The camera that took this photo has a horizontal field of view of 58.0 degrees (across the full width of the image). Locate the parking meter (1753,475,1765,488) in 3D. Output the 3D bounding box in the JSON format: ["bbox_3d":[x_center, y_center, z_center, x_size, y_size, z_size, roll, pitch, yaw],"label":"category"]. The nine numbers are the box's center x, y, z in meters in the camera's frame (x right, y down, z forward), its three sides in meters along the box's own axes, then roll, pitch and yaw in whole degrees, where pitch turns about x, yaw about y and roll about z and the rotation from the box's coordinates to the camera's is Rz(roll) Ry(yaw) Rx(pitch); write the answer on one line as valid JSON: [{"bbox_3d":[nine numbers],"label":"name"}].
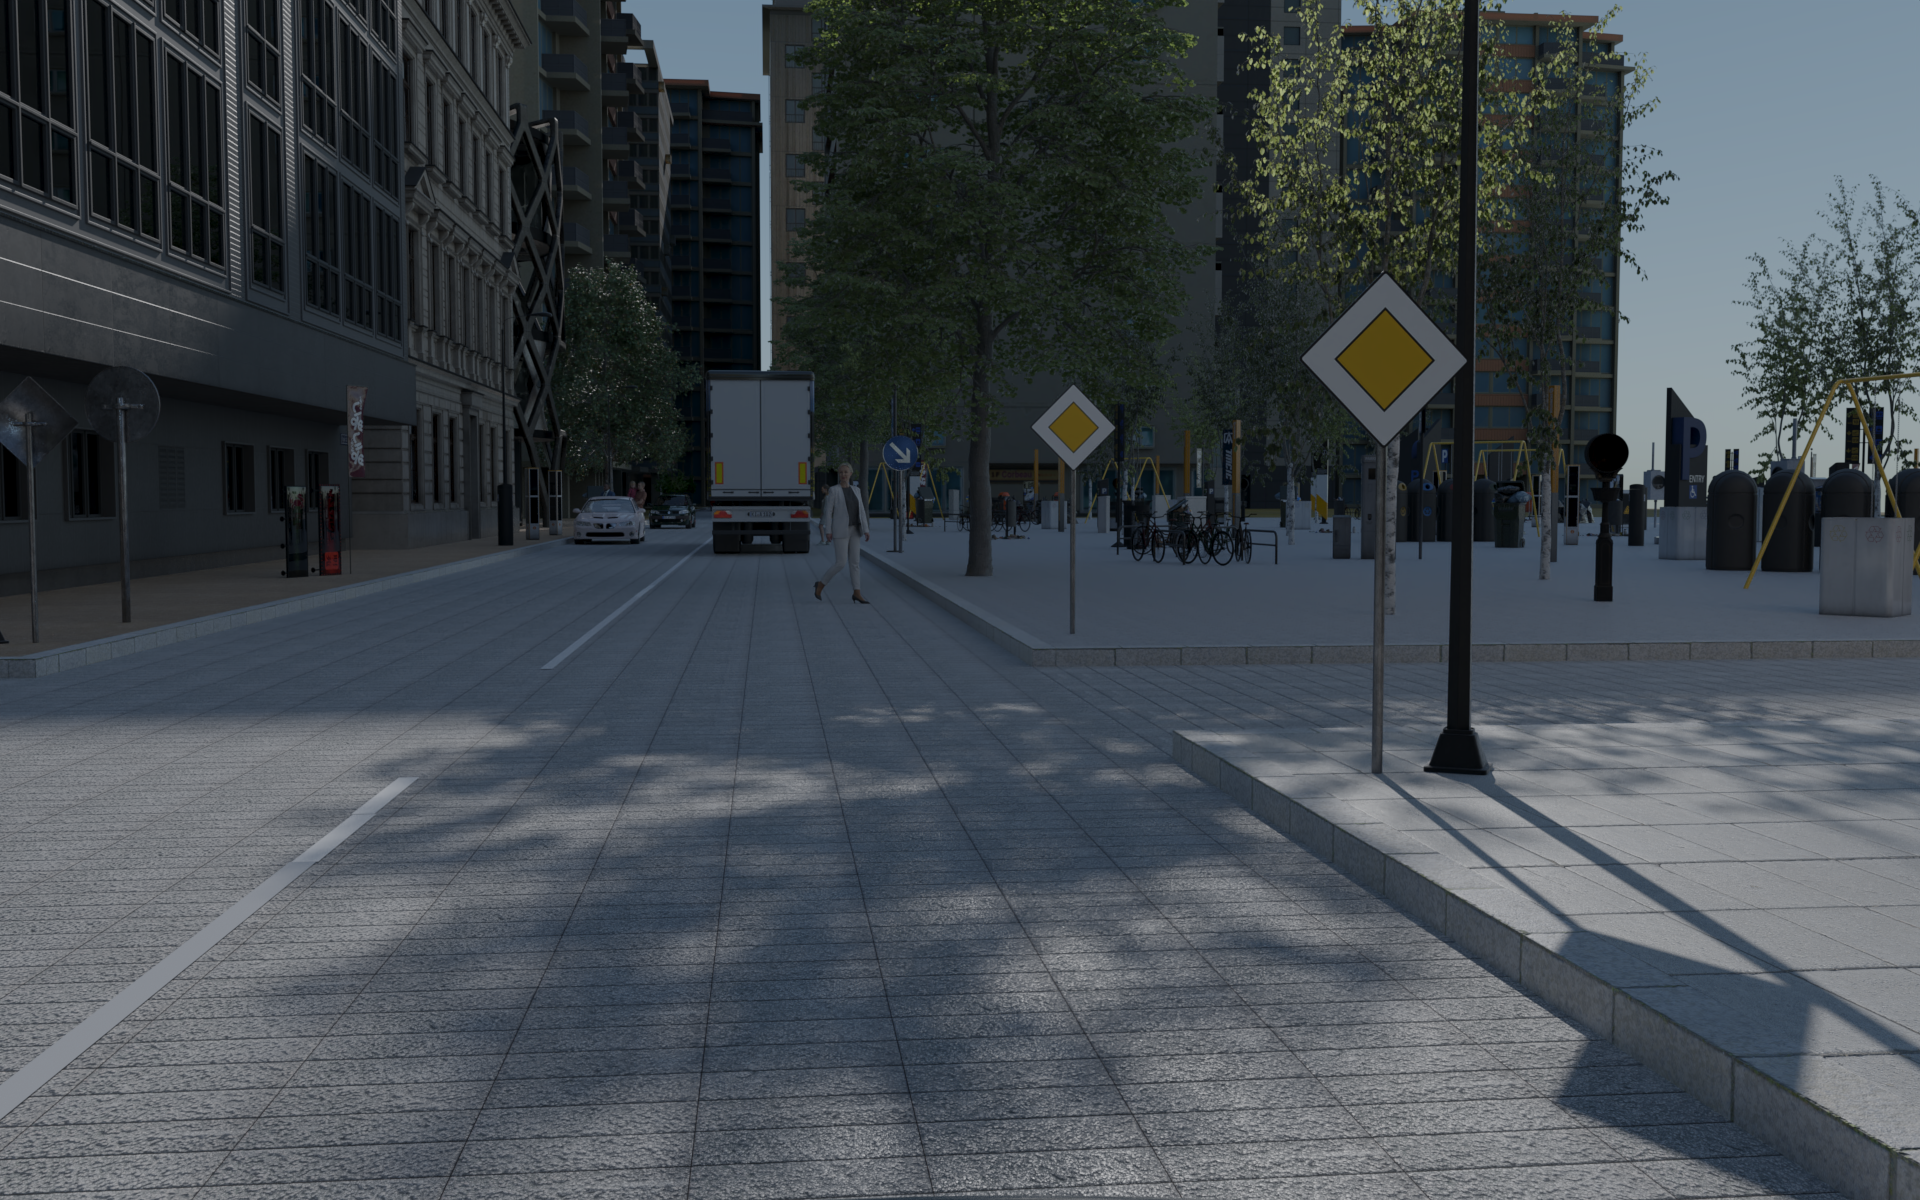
[{"bbox_3d":[24.494,-2.909,53.268,0.399,1.863,0.255,0,4,7],"label":"parking meter"}]

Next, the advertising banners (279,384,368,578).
[{"bbox_3d":[-9.944,-1.897,27.211,0.090,3.025,2.074,1,4,19],"label":"advertising banners"}]

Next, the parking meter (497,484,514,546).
[{"bbox_3d":[-11.314,-2.122,43.099,0.372,1.533,0.369,0,3,0],"label":"parking meter"}]

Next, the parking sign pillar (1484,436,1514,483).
[{"bbox_3d":[25.062,-5.634,80.580,1.447,3.967,1.447,-1,4,-17],"label":"parking sign pillar"}]

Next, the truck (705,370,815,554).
[{"bbox_3d":[-5.163,-3.429,44.974,2.839,4.237,11.283,0,4,-6],"label":"truck"}]

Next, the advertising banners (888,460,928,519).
[{"bbox_3d":[-2.627,-5.637,88.359,2.074,3.025,0.090,-1,4,-15],"label":"advertising banners"}]

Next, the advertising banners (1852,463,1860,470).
[{"bbox_3d":[49.324,-6.153,96.794,2.074,3.025,0.090,0,4,-7],"label":"advertising banners"}]

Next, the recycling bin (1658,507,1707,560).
[{"bbox_3d":[14.218,-1.310,33.972,0.722,1.027,0.722,0,4,-7],"label":"recycling bin"}]

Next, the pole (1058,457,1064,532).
[{"bbox_3d":[3.426,-3.958,58.561,0.158,3.312,0.155,0,3,0],"label":"pole"}]

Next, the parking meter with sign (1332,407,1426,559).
[{"bbox_3d":[8.242,-2.316,34.130,1.738,3.016,0.543,1,4,11],"label":"parking meter with sign"}]

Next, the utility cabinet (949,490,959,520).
[{"bbox_3d":[-0.284,-4.685,85.283,0.318,1.500,1.173,-1,4,-11],"label":"utility cabinet"}]

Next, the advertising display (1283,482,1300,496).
[{"bbox_3d":[17.557,-5.299,91.849,0.123,1.923,0.974,-3,5,-45],"label":"advertising display"}]

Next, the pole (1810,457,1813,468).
[{"bbox_3d":[47.136,-6.239,95.849,0.158,3.312,0.155,0,3,0],"label":"pole"}]

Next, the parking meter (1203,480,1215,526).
[{"bbox_3d":[10.073,-3.935,70.050,0.399,1.863,0.255,-2,4,-26],"label":"parking meter"}]

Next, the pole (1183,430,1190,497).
[{"bbox_3d":[7.279,-3.778,55.618,0.158,3.312,0.155,0,3,0],"label":"pole"}]

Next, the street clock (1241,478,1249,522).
[{"bbox_3d":[13.106,-4.623,80.157,0.471,2.002,0.358,1,4,18],"label":"street clock"}]

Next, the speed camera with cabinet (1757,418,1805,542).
[{"bbox_3d":[21.452,-3.152,45.871,0.660,3.252,2.038,-1,4,-11],"label":"speed camera with cabinet"}]

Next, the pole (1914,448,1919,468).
[{"bbox_3d":[42.648,-5.104,77.301,0.158,3.312,0.155,0,3,0],"label":"pole"}]

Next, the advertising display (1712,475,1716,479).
[{"bbox_3d":[26.405,-3.329,59.639,0.974,1.923,0.123,0,4,5],"label":"advertising display"}]

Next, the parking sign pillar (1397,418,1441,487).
[{"bbox_3d":[16.497,-4.462,61.423,1.447,3.967,1.447,-3,5,-42],"label":"parking sign pillar"}]

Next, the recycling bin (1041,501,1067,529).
[{"bbox_3d":[3.446,-3.111,63.424,0.722,1.027,0.722,-2,4,-24],"label":"recycling bin"}]

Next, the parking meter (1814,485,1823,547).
[{"bbox_3d":[20.937,-2.056,42.031,0.372,1.533,0.369,0,3,0],"label":"parking meter"}]

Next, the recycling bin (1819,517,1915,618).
[{"bbox_3d":[9.640,-0.359,18.417,0.722,1.027,0.722,-3,5,-45],"label":"recycling bin"}]

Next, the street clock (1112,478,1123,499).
[{"bbox_3d":[7.053,-4.465,77.568,0.471,2.002,0.358,0,4,8],"label":"street clock"}]

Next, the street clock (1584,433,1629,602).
[{"bbox_3d":[7.704,-0.986,20.687,0.471,2.002,0.358,1,4,10],"label":"street clock"}]

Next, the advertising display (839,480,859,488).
[{"bbox_3d":[-5.128,-4.603,80.467,0.974,1.923,0.123,1,4,13],"label":"advertising display"}]

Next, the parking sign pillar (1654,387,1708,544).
[{"bbox_3d":[18.507,-3.404,44.134,1.447,3.967,1.447,-3,4,-37],"label":"parking sign pillar"}]

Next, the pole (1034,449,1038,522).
[{"bbox_3d":[3.469,-5.215,79.102,0.158,3.312,0.155,0,3,0],"label":"pole"}]

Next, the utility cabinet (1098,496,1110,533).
[{"bbox_3d":[4.751,-2.822,57.299,0.306,1.237,1.020,1,4,11],"label":"utility cabinet"}]

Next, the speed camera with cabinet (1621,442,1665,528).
[{"bbox_3d":[25.790,-4.374,65.857,2.038,3.252,0.660,-1,4,-8],"label":"speed camera with cabinet"}]

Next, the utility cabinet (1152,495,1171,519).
[{"bbox_3d":[10.544,-4.867,90.743,1.020,1.237,0.306,-2,4,-31],"label":"utility cabinet"}]

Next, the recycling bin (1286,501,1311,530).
[{"bbox_3d":[12.288,-3.078,62.880,0.722,1.027,0.722,-1,4,-10],"label":"recycling bin"}]

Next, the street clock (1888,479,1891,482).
[{"bbox_3d":[43.567,-4.672,80.963,0.471,2.002,0.358,-3,5,-43],"label":"street clock"}]

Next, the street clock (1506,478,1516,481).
[{"bbox_3d":[25.222,-4.571,79.301,0.471,2.002,0.358,-2,4,-32],"label":"street clock"}]

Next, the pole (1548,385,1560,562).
[{"bbox_3d":[11.155,-2.371,32.605,0.158,3.312,0.155,0,3,0],"label":"pole"}]

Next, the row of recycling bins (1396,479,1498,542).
[{"bbox_3d":[12.814,-2.418,46.649,3.534,1.692,1.069,-1,4,-11],"label":"row of recycling bins"}]

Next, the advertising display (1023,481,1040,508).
[{"bbox_3d":[3.530,-4.925,85.734,0.974,1.923,0.123,3,5,42],"label":"advertising display"}]

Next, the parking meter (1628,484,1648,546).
[{"bbox_3d":[16.726,-2.104,42.810,0.372,1.533,0.369,0,3,0],"label":"parking meter"}]

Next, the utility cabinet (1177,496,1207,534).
[{"bbox_3d":[6.467,-2.277,48.383,0.306,1.237,1.020,3,5,42],"label":"utility cabinet"}]

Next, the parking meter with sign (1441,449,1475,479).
[{"bbox_3d":[19.582,-4.337,67.171,1.738,3.016,0.543,-1,4,-11],"label":"parking meter with sign"}]

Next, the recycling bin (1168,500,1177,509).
[{"bbox_3d":[9.962,-4.055,78.852,0.722,1.027,0.722,3,5,41],"label":"recycling bin"}]

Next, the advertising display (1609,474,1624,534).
[{"bbox_3d":[21.031,-3.078,55.532,0.123,1.923,0.974,0,4,2],"label":"advertising display"}]

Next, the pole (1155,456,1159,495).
[{"bbox_3d":[10.488,-6.006,92.042,0.158,3.312,0.155,0,3,0],"label":"pole"}]

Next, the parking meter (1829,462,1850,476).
[{"bbox_3d":[16.201,-1.606,31.965,0.255,1.863,0.399,0,4,8],"label":"parking meter"}]

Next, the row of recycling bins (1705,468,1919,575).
[{"bbox_3d":[14.140,-1.306,28.471,3.534,1.692,1.069,3,4,36],"label":"row of recycling bins"}]

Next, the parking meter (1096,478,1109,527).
[{"bbox_3d":[5.319,-3.604,64.639,0.399,1.863,0.255,-1,4,-18],"label":"parking meter"}]

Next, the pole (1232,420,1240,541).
[{"bbox_3d":[7.617,-3.299,47.790,0.158,3.312,0.155,0,3,0],"label":"pole"}]
